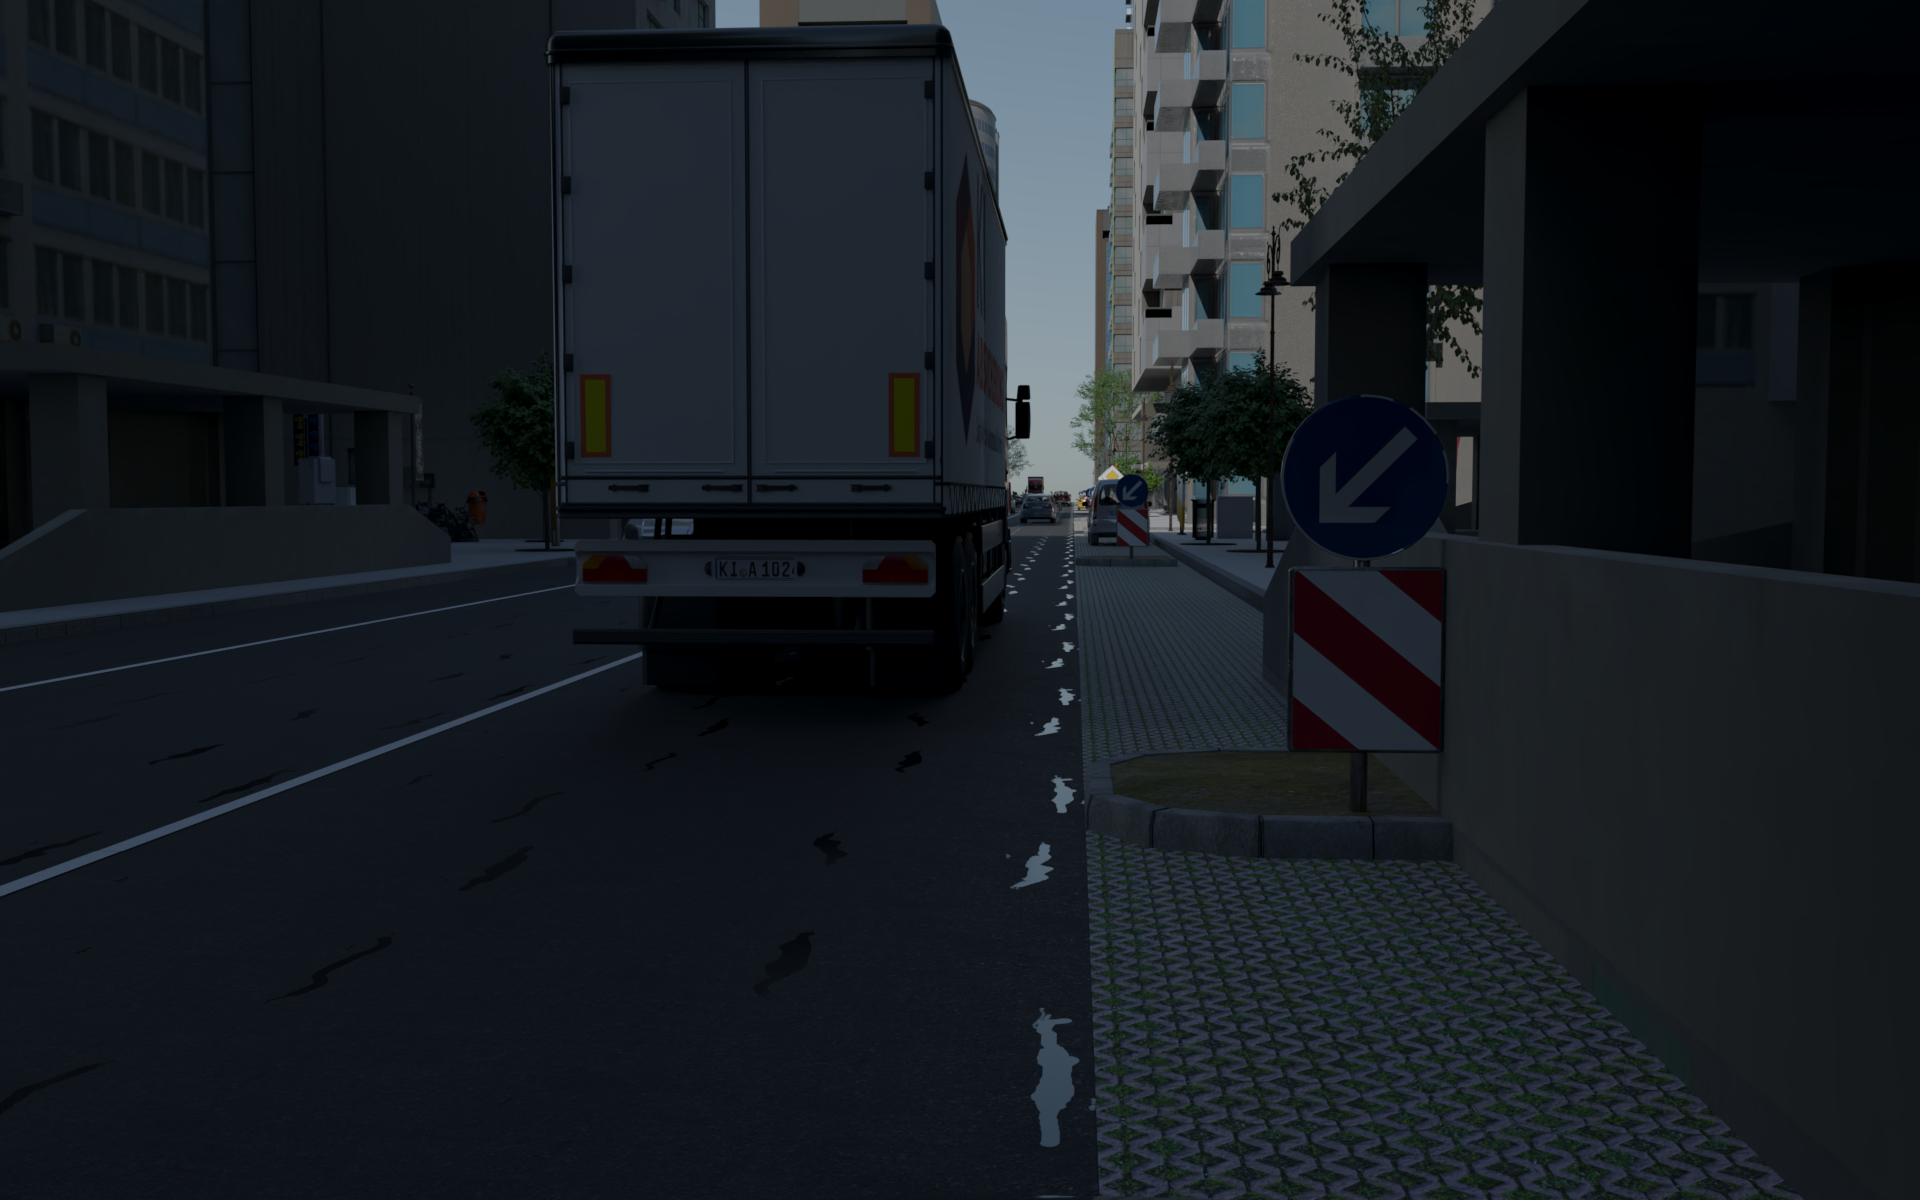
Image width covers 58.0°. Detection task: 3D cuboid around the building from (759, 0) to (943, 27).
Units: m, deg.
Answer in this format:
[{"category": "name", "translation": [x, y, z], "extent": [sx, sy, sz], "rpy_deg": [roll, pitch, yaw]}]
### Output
[{"category": "building", "translation": [-8.842, -30.630, 150.910], "extent": [14.600, 45.320, 14.200], "rpy_deg": [0, 4, 4]}]

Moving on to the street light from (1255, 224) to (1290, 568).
[{"category": "street light", "translation": [5.401, -3.499, 30.001], "extent": [0.468, 5.910, 1.993], "rpy_deg": [0, 4, 4]}]

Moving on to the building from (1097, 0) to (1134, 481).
[{"category": "building", "translation": [30.541, -56.709, 239.855], "extent": [22.319, 86.520, 31.000], "rpy_deg": [0, 4, 4]}]

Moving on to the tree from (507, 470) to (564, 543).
[{"category": "tree", "translation": [-11.154, -3.163, 46.321], "extent": [1.663, 3.219, 1.824], "rpy_deg": [0, 3, 0]}]

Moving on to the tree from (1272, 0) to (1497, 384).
[{"category": "tree", "translation": [5.945, -4.425, 22.719], "extent": [4.737, 8.622, 4.395], "rpy_deg": [0, 3, 0]}]

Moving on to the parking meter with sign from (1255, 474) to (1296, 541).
[{"category": "parking meter with sign", "translation": [8.802, -3.131, 47.457], "extent": [1.738, 3.016, 0.543], "rpy_deg": [-2, 4, -27]}]

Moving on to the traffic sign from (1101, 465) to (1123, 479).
[{"category": "traffic sign", "translation": [5.292, -3.458, 60.173], "extent": [0.795, 2.450, 0.064], "rpy_deg": [0, 4, 4]}]

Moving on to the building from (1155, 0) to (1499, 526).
[{"category": "building", "translation": [23.884, -27.910, 75.938], "extent": [30.456, 49.044, 23.786], "rpy_deg": [0, 4, 4]}]

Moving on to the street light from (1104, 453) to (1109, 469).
[{"category": "street light", "translation": [13.760, -11.423, 159.546], "extent": [0.468, 5.910, 1.993], "rpy_deg": [0, 4, 4]}]

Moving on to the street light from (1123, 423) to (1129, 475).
[{"category": "street light", "translation": [10.816, -8.555, 112.664], "extent": [0.468, 5.910, 1.993], "rpy_deg": [0, 4, 4]}]

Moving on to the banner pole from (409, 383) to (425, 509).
[{"category": "banner pole", "translation": [-12.368, -3.023, 39.444], "extent": [0.401, 3.779, 0.863], "rpy_deg": [0, 4, 4]}]

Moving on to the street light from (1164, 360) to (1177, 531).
[{"category": "street light", "translation": [7.273, -5.312, 59.643], "extent": [0.468, 5.910, 1.993], "rpy_deg": [0, 4, 4]}]

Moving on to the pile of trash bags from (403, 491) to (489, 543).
[{"category": "pile of trash bags", "translation": [-13.713, -2.236, 46.312], "extent": [1.912, 1.369, 3.447], "rpy_deg": [1, 4, 17]}]

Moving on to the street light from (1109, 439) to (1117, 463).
[{"category": "street light", "translation": [12.693, -10.368, 142.305], "extent": [0.468, 5.910, 1.993], "rpy_deg": [0, 4, 4]}]

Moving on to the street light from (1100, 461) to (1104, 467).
[{"category": "street light", "translation": [15.821, -13.235, 189.176], "extent": [0.468, 5.910, 1.993], "rpy_deg": [0, 4, 4]}]

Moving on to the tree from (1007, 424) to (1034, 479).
[{"category": "tree", "translation": [7.723, -23.896, 301.061], "extent": [12.009, 13.543, 11.850], "rpy_deg": [0, 3, 0]}]

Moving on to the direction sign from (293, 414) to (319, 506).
[{"category": "direction sign", "translation": [-18.209, -3.443, 48.295], "extent": [0.379, 3.537, 0.876], "rpy_deg": [2, 4, 26]}]

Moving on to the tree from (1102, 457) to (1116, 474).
[{"category": "tree", "translation": [6.230, -3.675, 43.800], "extent": [4.285, 4.588, 4.351], "rpy_deg": [0, 3, 0]}]

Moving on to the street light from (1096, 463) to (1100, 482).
[{"category": "street light", "translation": [17.669, -15.056, 218.957], "extent": [0.468, 5.910, 1.993], "rpy_deg": [0, 4, 4]}]

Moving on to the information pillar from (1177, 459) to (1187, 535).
[{"category": "information pillar", "translation": [6.933, -3.848, 54.271], "extent": [0.183, 3.616, 0.504], "rpy_deg": [-1, 4, -14]}]

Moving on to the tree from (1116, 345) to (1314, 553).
[{"category": "tree", "translation": [6.579, -3.345, 38.398], "extent": [4.285, 4.588, 4.351], "rpy_deg": [0, 3, 0]}]

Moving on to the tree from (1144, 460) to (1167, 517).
[{"category": "tree", "translation": [10.607, -6.303, 97.658], "extent": [1.663, 3.219, 1.824], "rpy_deg": [0, 3, 0]}]

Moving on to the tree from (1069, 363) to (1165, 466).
[{"category": "tree", "translation": [12.364, -12.861, 136.026], "extent": [9.928, 11.665, 9.643], "rpy_deg": [0, 3, 0]}]

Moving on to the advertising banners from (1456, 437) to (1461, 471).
[{"category": "advertising banners", "translation": [13.588, -3.338, 50.757], "extent": [2.074, 3.025, 0.090], "rpy_deg": [1, 4, 23]}]

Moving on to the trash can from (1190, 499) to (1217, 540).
[{"category": "trash can", "translation": [6.781, -2.241, 48.301], "extent": [0.748, 1.137, 0.748], "rpy_deg": [0, 3, 0]}]

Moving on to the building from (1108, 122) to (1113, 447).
[{"category": "building", "translation": [28.664, -35.625, 202.083], "extent": [23.786, 49.044, 30.456], "rpy_deg": [0, 4, 4]}]

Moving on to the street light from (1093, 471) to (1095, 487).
[{"category": "street light", "translation": [19.175, -16.427, 241.365], "extent": [0.468, 5.910, 1.993], "rpy_deg": [0, 4, 4]}]

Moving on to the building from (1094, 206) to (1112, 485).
[{"category": "building", "translation": [27.536, -37.542, 263.914], "extent": [14.600, 45.320, 14.200], "rpy_deg": [0, 4, 4]}]

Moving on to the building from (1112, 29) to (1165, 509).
[{"category": "building", "translation": [20.727, -28.892, 155.981], "extent": [14.154, 41.232, 14.086], "rpy_deg": [0, 4, 4]}]

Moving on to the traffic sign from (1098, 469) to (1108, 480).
[{"category": "traffic sign", "translation": [5.813, -3.945, 68.141], "extent": [0.795, 2.450, 0.064], "rpy_deg": [0, 4, 4]}]

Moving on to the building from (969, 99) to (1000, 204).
[{"category": "building", "translation": [-5.358, -43.615, 255.098], "extent": [21.231, 58.520, 28.212], "rpy_deg": [0, 4, 4]}]

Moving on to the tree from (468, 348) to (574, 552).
[{"category": "tree", "translation": [-9.372, -3.389, 39.123], "extent": [4.285, 4.588, 4.351], "rpy_deg": [0, 3, 0]}]

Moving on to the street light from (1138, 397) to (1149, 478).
[{"category": "street light", "translation": [8.770, -6.721, 82.674], "extent": [0.468, 5.910, 1.993], "rpy_deg": [0, 4, 4]}]
